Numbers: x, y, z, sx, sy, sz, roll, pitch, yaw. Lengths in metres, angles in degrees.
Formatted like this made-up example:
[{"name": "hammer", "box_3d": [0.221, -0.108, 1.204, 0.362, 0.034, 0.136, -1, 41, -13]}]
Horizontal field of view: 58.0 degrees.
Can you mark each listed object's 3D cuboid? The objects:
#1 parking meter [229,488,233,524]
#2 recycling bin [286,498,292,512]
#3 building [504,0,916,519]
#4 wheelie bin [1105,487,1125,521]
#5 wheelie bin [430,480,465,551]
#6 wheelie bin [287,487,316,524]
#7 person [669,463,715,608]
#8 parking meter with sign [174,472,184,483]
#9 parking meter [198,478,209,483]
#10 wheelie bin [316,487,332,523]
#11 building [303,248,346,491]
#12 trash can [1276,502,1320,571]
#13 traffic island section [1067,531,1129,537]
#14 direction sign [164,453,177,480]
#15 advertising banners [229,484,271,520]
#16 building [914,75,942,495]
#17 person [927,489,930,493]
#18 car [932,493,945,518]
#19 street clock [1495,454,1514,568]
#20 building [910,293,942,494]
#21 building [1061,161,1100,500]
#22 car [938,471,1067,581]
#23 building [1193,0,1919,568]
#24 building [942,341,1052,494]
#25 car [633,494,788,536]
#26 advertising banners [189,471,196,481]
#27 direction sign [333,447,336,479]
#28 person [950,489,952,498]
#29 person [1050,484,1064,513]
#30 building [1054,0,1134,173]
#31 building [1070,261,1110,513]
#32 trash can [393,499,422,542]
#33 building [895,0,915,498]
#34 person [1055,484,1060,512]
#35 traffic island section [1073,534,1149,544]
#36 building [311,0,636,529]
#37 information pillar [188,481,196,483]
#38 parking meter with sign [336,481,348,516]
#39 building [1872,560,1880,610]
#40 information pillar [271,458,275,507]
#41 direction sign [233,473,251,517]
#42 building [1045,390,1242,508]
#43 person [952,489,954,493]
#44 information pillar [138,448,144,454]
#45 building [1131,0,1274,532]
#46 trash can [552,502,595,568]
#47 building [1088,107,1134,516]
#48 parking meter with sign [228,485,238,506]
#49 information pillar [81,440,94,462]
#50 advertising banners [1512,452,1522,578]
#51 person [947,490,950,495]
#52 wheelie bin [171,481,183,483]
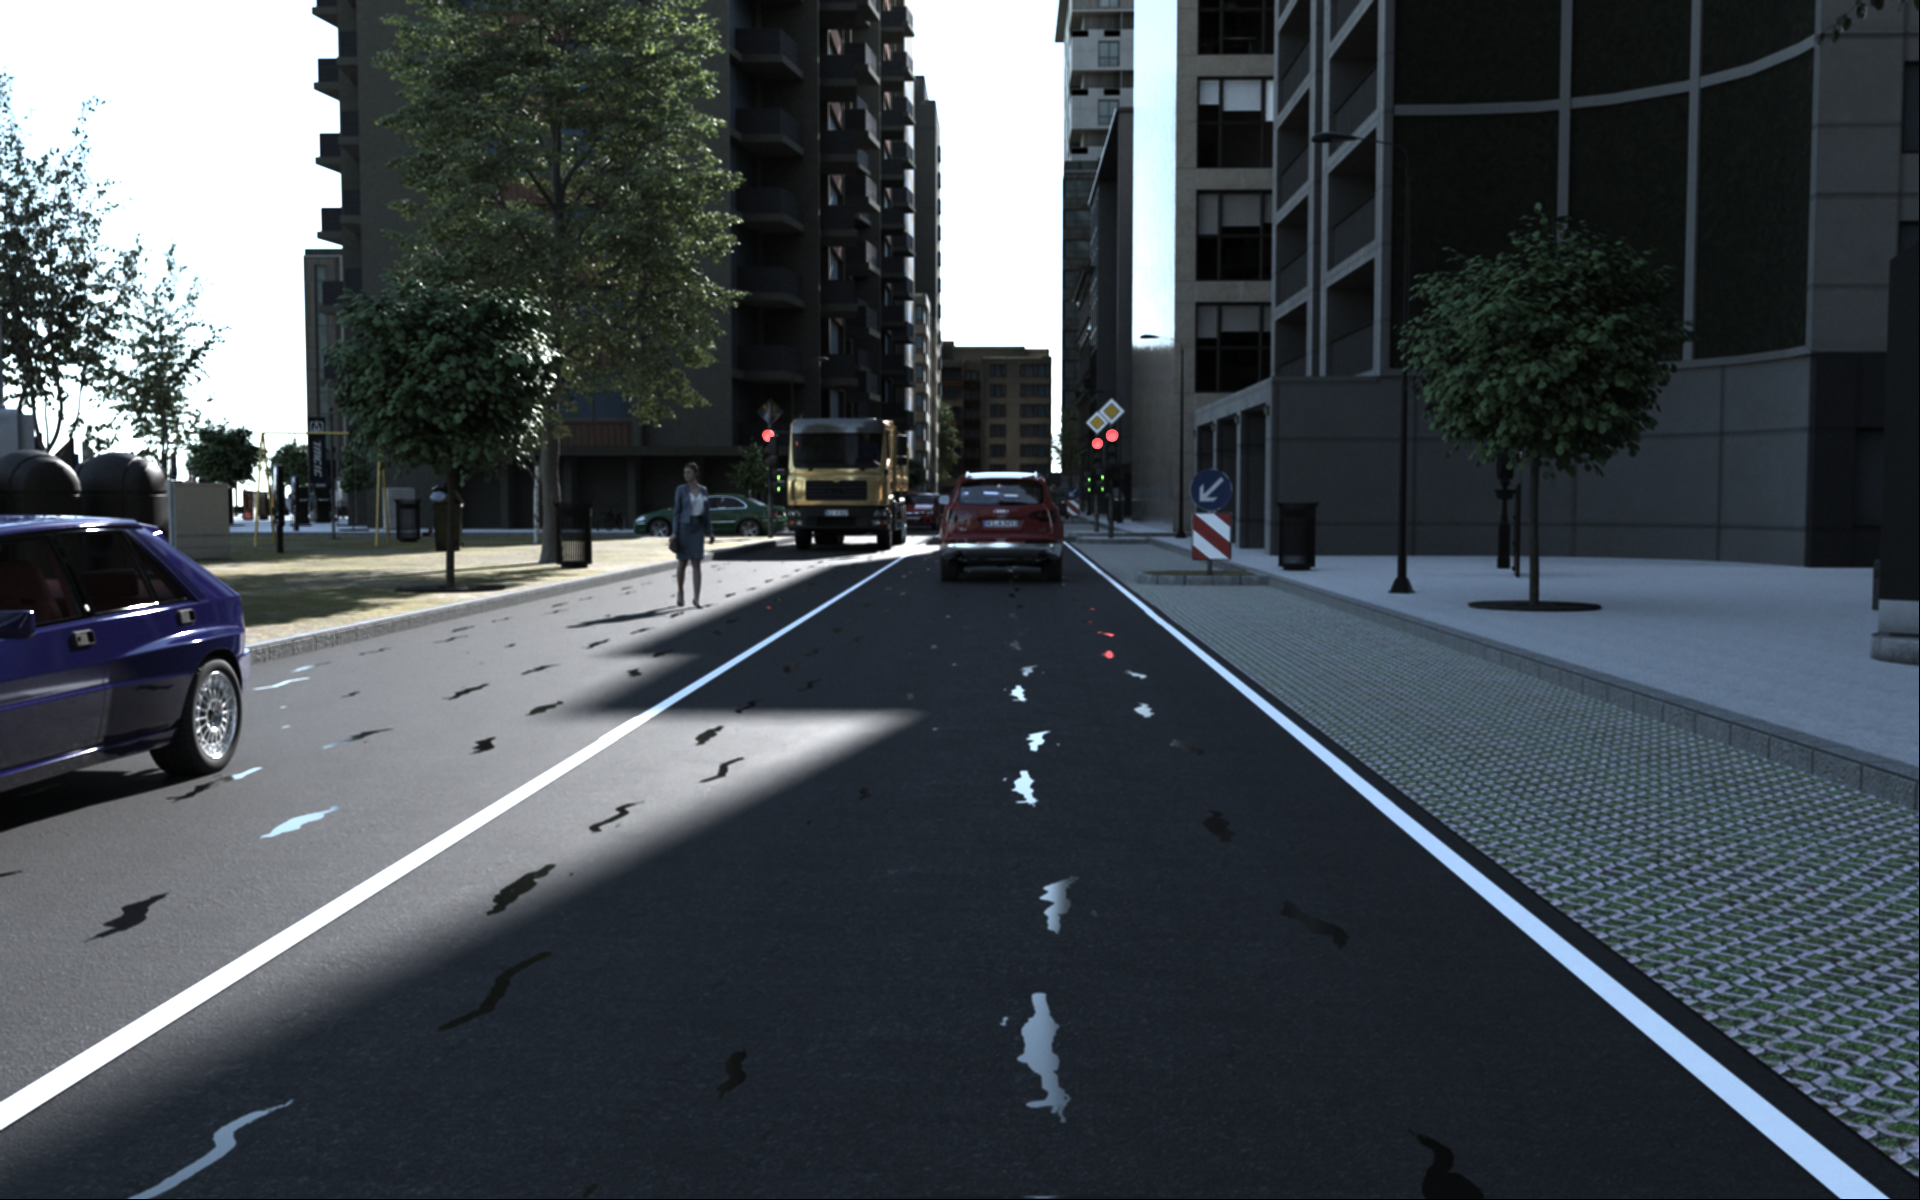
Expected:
[{"name": "parking meter", "box_3d": [-31.529, -4.050, 74.626, 0.372, 1.533, 0.369, 0, 3, 0]}, {"name": "recycling bin", "box_3d": [-46.815, -6.629, 120.943, 0.722, 1.027, 0.722, -3, 5, -41]}, {"name": "building", "box_3d": [-14.334, -28.032, 112.943, 22.147, 44.769, 28.867, 0, 4, 1]}, {"name": "wheelie bin", "box_3d": [7.273, -4.514, 81.714, 0.980, 1.594, 0.693, -2, 4, -28]}, {"name": "wheelie bin", "box_3d": [-11.634, -1.920, 39.304, 0.693, 1.594, 0.980, -1, 4, -9]}, {"name": "wheelie bin", "box_3d": [-28.213, -4.042, 73.993, 0.980, 1.594, 0.693, -2, 4, -28]}, {"name": "person", "box_3d": [-3.403, -0.820, 21.928, 0.581, 1.822, 0.654, -1, 4, -17]}, {"name": "parking meter with sign", "box_3d": [-50.500, -7.140, 112.998, 1.738, 3.016, 0.543, 1, 4, 12]}, {"name": "parking meter", "box_3d": [-28.118, -3.595, 64.494, 0.399, 1.863, 0.255, -1, 4, -15]}, {"name": "wheelie bin", "box_3d": [-28.731, -4.275, 77.804, 0.980, 1.594, 0.693, -3, 5, -40]}, {"name": "building", "box_3d": [-67.740, -26.471, 204.507, 14.107, 30.474, 14.160, 0, 4, 1]}, {"name": "trash can", "box_3d": [5.688, -1.074, 29.220, 0.748, 1.137, 0.748, 0, 3, 0]}, {"name": "traffic island section", "box_3d": [4.650, -2.227, 58.699, 2.009, 0.180, 2.903, 0, 4, 1]}, {"name": "direction sign", "box_3d": [-43.518, -6.321, 95.352, 0.379, 3.537, 0.876, 3, 4, 36]}, {"name": "advertising banners", "box_3d": [-35.146, -5.462, 85.499, 2.074, 3.025, 0.090, 0, 4, -3]}, {"name": "building", "box_3d": [-13.083, -35.148, 198.371, 21.600, 48.544, 21.300, 0, 4, 1]}, {"name": "person", "box_3d": [-2.248, -6.976, 122.746, 0.721, 1.800, 0.419, -1, 4, -13]}, {"name": "car", "box_3d": [-1.815, -5.806, 103.965, 2.155, 1.783, 4.494, 0, 4, 1]}, {"name": "street clock", "box_3d": [9.400, -1.549, 29.896, 0.358, 2.002, 0.471, 1, 4, 10]}, {"name": "building", "box_3d": [-16.348, -19.497, 163.808, 27.650, 21.520, 28.899, 0, 4, 1]}, {"name": "building", "box_3d": [15.930, -23.307, 152.778, 14.160, 30.474, 14.107, 0, 4, 1]}, {"name": "car", "box_3d": [0.726, -1.308, 30.062, 2.281, 1.827, 5.304, 0, 4, 2]}, {"name": "building", "box_3d": [16.786, -36.696, 38.230, 20.563, 71.187, 20.611, 0, 4, 1]}, {"name": "building", "box_3d": [-2.558, -23.633, 231.430, 28.899, 21.520, 27.650, 0, 4, 1]}, {"name": "car", "box_3d": [-7.822, -2.608, 54.434, 4.920, 1.459, 2.131, 0, 4, 3]}, {"name": "advertising banners", "box_3d": [-47.846, -6.947, 109.778, 2.074, 3.025, 0.090, -1, 4, -10]}, {"name": "direction sign", "box_3d": [-29.994, -5.565, 82.980, 0.379, 3.537, 0.876, 0, 4, -7]}, {"name": "person", "box_3d": [-0.566, -7.307, 128.305, 0.444, 1.785, 0.601, -3, 5, -43]}, {"name": "person", "box_3d": [3.288, -3.134, 60.156, 0.576, 1.772, 0.534, -2, 4, -31]}, {"name": "building", "box_3d": [24.126, -35.726, 173.363, 28.713, 52.752, 27.495, 0, 4, 1]}, {"name": "building", "box_3d": [13.503, -15.861, 123.951, 10.561, 19.102, 19.286, 0, 4, 1]}, {"name": "trash can", "box_3d": [-14.825, -2.133, 46.525, 0.748, 1.137, 0.748, 0, 3, 0]}, {"name": "building", "box_3d": [-11.002, -30.037, 141.222, 14.600, 45.320, 14.200, 0, 4, 1]}, {"name": "person", "box_3d": [3.985, -3.976, 73.371, 0.748, 1.841, 0.638, 1, 4, 11]}, {"name": "traffic island section", "box_3d": [4.441, -1.739, 50.717, 2.009, 0.180, 2.903, 0, 4, 1]}, {"name": "building", "box_3d": [-15.074, -25.738, 75.437, 22.147, 44.769, 28.867, 0, 4, 1]}, {"name": "information pillar", "box_3d": [-44.568, -5.878, 100.594, 0.304, 2.012, 0.304, 1, 4, 20]}, {"name": "parking meter with sign", "box_3d": [-36.039, -6.424, 101.286, 0.543, 3.016, 1.738, -3, 5, -42]}, {"name": "building", "box_3d": [19.454, -28.391, 6.186, 21.231, 58.520, 28.212, 0, 4, 1]}, {"name": "information pillar", "box_3d": [-38.019, -6.416, 96.261, 0.504, 3.616, 0.183, 1, 4, 12]}, {"name": "direction sign", "box_3d": [-39.365, -6.306, 95.102, 0.876, 3.537, 0.379, -3, 5, -42]}, {"name": "building", "box_3d": [20.335, -46.461, 197.894, 20.563, 71.187, 20.611, 0, 4, 1]}, {"name": "person", "box_3d": [-0.242, -5.866, 105.086, 0.598, 1.740, 0.731, 0, 4, -1]}, {"name": "information pillar", "box_3d": [-41.841, -5.938, 88.448, 0.183, 3.616, 0.504, 2, 4, 32]}, {"name": "building", "box_3d": [24.391, -16.023, 66.495, 34.151, 26.468, 19.350, 0, 4, 1]}, {"name": "trash can", "box_3d": [-6.751, -1.140, 30.287, 0.748, 1.137, 0.748, 0, 3, 0]}, {"name": "building", "box_3d": [15.151, -17.128, 99.104, 14.314, 24.678, 30.058, 0, 4, 1]}, {"name": "parking meter with sign", "box_3d": [-50.239, -7.456, 118.170, 1.738, 3.016, 0.543, -1, 4, -18]}, {"name": "information pillar", "box_3d": [-37.780, -5.120, 75.066, 0.504, 3.616, 0.183, 0, 4, -6]}, {"name": "advertising banners", "box_3d": [8.678, -1.877, 26.880, 0.090, 3.025, 2.074, 1, 4, 16]}, {"name": "person", "box_3d": [-1.124, -9.230, 159.414, 0.705, 1.824, 1.348, 1, 4, 14]}, {"name": "wheelie bin", "box_3d": [-18.511, -1.992, 40.477, 0.980, 1.594, 0.693, -1, 4, -13]}]
